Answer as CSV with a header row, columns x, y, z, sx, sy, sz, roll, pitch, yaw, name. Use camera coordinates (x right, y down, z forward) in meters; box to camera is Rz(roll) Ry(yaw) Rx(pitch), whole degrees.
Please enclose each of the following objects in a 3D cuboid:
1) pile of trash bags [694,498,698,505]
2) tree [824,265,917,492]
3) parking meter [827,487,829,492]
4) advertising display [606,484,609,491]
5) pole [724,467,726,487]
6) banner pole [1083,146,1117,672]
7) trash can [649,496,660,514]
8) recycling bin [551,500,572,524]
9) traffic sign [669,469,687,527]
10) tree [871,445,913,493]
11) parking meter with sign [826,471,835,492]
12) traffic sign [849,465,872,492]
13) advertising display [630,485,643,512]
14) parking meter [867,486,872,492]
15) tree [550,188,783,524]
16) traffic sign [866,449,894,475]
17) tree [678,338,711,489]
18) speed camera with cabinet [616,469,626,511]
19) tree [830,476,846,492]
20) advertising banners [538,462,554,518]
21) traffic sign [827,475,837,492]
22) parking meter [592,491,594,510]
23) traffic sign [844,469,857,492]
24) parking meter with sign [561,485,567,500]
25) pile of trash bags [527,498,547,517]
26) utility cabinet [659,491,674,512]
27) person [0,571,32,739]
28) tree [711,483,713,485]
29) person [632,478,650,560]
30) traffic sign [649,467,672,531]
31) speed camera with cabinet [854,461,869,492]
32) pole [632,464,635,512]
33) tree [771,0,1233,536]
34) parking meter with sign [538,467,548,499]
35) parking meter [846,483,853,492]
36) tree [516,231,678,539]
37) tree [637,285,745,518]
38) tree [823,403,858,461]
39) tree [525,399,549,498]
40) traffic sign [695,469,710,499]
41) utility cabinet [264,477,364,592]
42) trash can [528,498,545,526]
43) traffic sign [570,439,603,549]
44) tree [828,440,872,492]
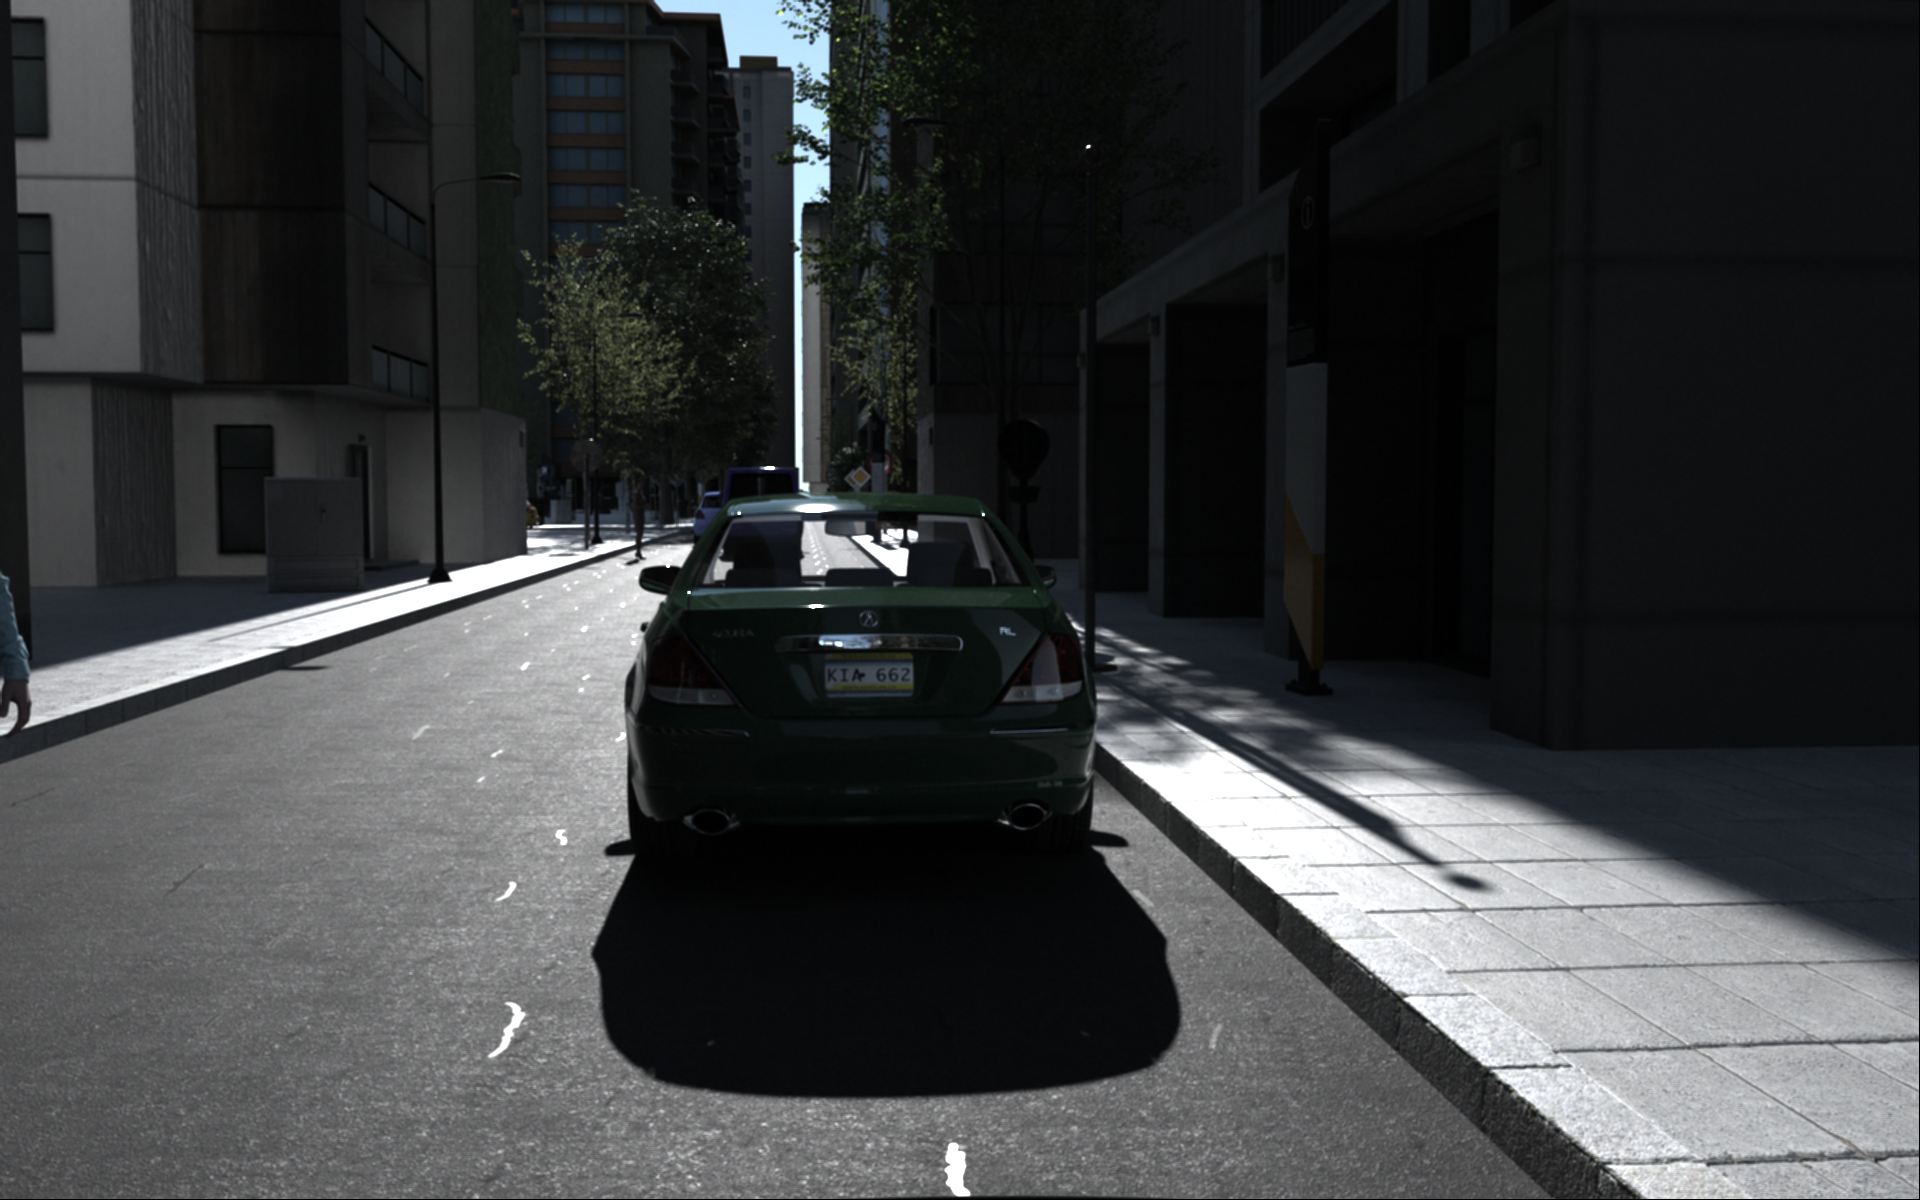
x,y,z,sx,sy,sz,roll,pitch,yaw,name
-18.706,-7.437,131.352,1.912,1.369,3.447,3,5,42,pile of trash bags
-2.197,-6.466,56.089,4.360,8.622,3.978,0,3,0,tree
-10.171,-7.867,134.333,0.255,1.863,0.399,-1,4,-9,parking meter
-23.188,-6.649,113.930,0.123,1.923,0.974,0,4,-8,advertising display
-15.766,-7.494,116.365,0.158,3.312,0.155,0,3,0,pole
0.976,-1.393,12.787,0.401,3.779,0.863,0,4,7,banner pole
-18.875,-5.843,107.181,0.748,1.137,0.748,0,3,0,trash can
-17.293,-3.824,75.077,0.722,1.027,0.722,-2,4,-31,recycling bin
-11.151,-3.953,68.277,0.795,2.450,0.064,0,4,-5,traffic sign
-2.508,-4.520,68.501,1.663,3.219,1.824,0,3,0,tree
-9.678,-8.340,132.626,0.543,3.016,1.738,-2,4,-26,parking meter with sign
-3.500,-3.505,60.941,0.795,2.450,0.064,0,4,-5,traffic sign
-23.636,-7.431,126.714,0.974,1.923,0.123,1,4,14,advertising display
-2.743,-2.816,54.460,0.372,1.533,0.369,0,3,0,parking meter
-12.469,-10.225,73.841,9.857,13.997,8.962,0,3,0,tree
-2.216,-2.936,48.110,0.768,2.556,0.104,0,4,-1,traffic sign
-10.671,-6.448,55.784,4.360,8.622,3.978,0,3,0,tree
-25.635,-8.376,131.281,0.660,3.252,2.038,0,4,0,speed camera with cabinet
-7.833,-7.323,114.329,1.663,3.219,1.824,0,3,0,tree
-24.988,-6.625,104.508,0.090,3.025,2.074,1,4,12,advertising banners
-8.596,-7.164,117.233,0.768,2.556,0.104,0,4,2,traffic sign
-26.572,-7.120,124.827,0.372,1.533,0.369,0,3,0,parking meter
-4.234,-3.991,68.893,0.795,2.450,0.064,0,4,-5,traffic sign
-32.472,-8.885,141.525,0.543,3.016,1.738,1,4,16,parking meter with sign
-24.993,-5.388,97.840,1.912,1.369,3.447,2,4,33,pile of trash bags
-18.980,-6.294,111.579,0.318,1.500,1.173,3,5,39,utility cabinet
-2.804,0.233,4.547,0.638,1.841,0.748,-3,4,-38,person
-16.347,-9.671,108.485,4.360,8.622,3.978,0,3,0,tree
-7.010,-1.788,38.076,0.374,1.781,0.599,0,4,5,person
-10.417,-3.467,60.326,0.795,2.450,0.064,0,4,-5,traffic sign
-5.280,-6.636,102.841,2.038,3.252,0.660,-3,4,-38,speed camera with cabinet
-22.188,-7.582,117.805,0.158,3.312,0.155,0,3,0,pole
0.750,-6.291,28.612,9.928,11.665,9.643,0,3,0,tree
-26.579,-6.958,110.022,0.543,3.016,1.738,0,4,-4,parking meter with sign
-5.031,-4.499,79.265,0.399,1.863,0.255,0,4,-1,parking meter
-10.450,-6.007,48.577,4.360,8.622,3.978,0,3,0,tree
-15.060,-10.765,94.140,7.486,12.596,7.792,0,3,0,tree
-9.091,-11.510,138.553,4.737,8.622,4.395,0,3,0,tree
-32.232,-10.870,128.094,4.737,8.622,4.395,0,3,0,tree
-13.034,-5.353,87.627,0.768,2.556,0.104,0,4,0,traffic sign
-8.437,-0.854,22.648,1.173,1.500,0.318,-2,4,-27,utility cabinet
-17.189,-3.587,70.307,0.748,1.137,0.748,0,3,0,trash can
-8.664,-2.449,40.149,0.768,2.556,0.104,0,4,3,traffic sign
-6.421,-7.470,105.853,4.285,4.588,4.351,0,3,0,tree
